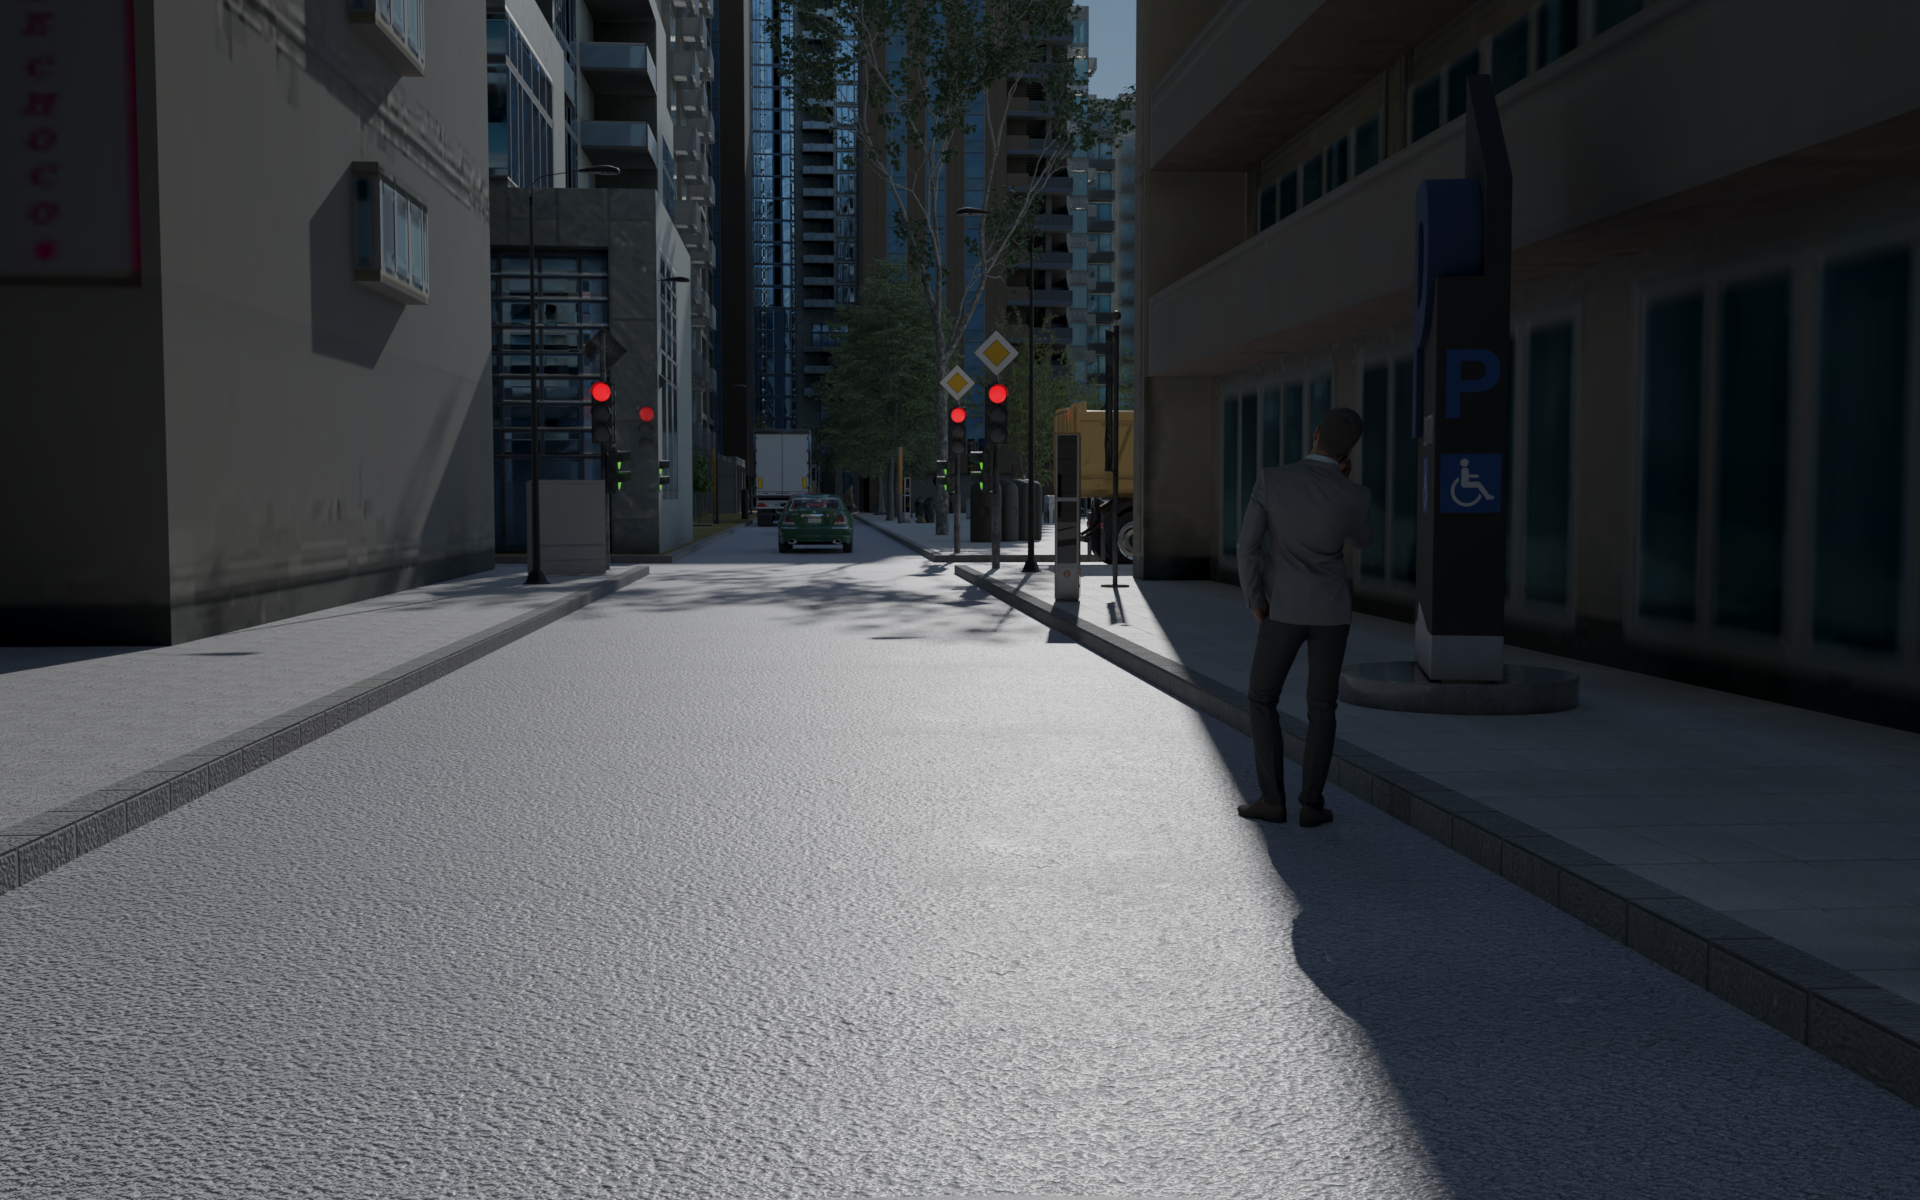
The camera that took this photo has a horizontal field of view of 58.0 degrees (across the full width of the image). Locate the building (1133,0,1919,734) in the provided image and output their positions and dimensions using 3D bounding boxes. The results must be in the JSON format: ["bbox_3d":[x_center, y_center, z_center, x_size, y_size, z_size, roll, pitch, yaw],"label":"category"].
[{"bbox_3d":[14.148,-23.962,15.481,21.300,48.544,21.600,0,4,-5],"label":"building"}]

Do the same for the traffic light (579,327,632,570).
[{"bbox_3d":[-5.985,-2.464,29.207,0.839,4.253,0.868,0,4,-5],"label":"traffic light"}]

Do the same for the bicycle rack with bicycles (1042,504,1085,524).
[{"bbox_3d":[4.530,-4.093,80.301,2.852,0.926,2.925,-1,4,-21],"label":"bicycle rack with bicycles"}]

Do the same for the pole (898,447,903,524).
[{"bbox_3d":[-2.595,-4.961,74.949,0.158,3.312,0.155,0,3,0],"label":"pole"}]

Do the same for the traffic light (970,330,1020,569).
[{"bbox_3d":[0.601,-2.499,29.785,0.839,4.253,0.868,0,4,-5],"label":"traffic light"}]

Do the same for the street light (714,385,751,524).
[{"bbox_3d":[-9.799,-6.185,73.662,1.470,5.913,1.316,0,4,-5],"label":"street light"}]

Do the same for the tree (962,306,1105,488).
[{"bbox_3d":[2.360,-7.125,66.851,4.737,8.622,4.395,0,3,0],"label":"tree"}]

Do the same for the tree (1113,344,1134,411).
[{"bbox_3d":[8.678,-7.981,80.849,4.737,8.622,4.395,0,3,0],"label":"tree"}]

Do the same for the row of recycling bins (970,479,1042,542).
[{"bbox_3d":[1.330,-2.464,47.391,1.069,1.692,3.534,2,4,26],"label":"row of recycling bins"}]

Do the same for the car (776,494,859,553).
[{"bbox_3d":[-3.604,-1.947,43.637,2.131,1.459,4.920,0,4,-3],"label":"car"}]

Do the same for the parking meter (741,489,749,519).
[{"bbox_3d":[-10.999,-4.908,88.652,0.372,1.533,0.369,0,3,0],"label":"parking meter"}]

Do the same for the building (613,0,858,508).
[{"bbox_3d":[-23.579,-54.540,204.395,31.000,86.520,22.319,0,4,-5],"label":"building"}]

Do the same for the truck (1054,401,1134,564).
[{"bbox_3d":[6.823,-2.311,33.703,9.791,3.379,3.469,0,4,-4],"label":"truck"}]

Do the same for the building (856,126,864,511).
[{"bbox_3d":[-1.198,-22.330,136.797,14.160,30.474,14.107,0,4,-5],"label":"building"}]

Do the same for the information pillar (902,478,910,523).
[{"bbox_3d":[-2.416,-4.459,77.397,0.304,2.012,0.304,-2,4,-30],"label":"information pillar"}]

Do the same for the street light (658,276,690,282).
[{"bbox_3d":[-6.462,-3.947,37.072,1.470,5.913,1.316,0,4,-5],"label":"street light"}]

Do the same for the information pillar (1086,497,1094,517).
[{"bbox_3d":[6.912,-5.355,92.053,0.304,2.012,0.304,2,4,27],"label":"information pillar"}]

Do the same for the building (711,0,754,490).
[{"bbox_3d":[-23.840,-29.868,138.455,14.600,45.320,14.200,0,4,-5],"label":"building"}]

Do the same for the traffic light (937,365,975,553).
[{"bbox_3d":[-0.081,-2.986,37.741,0.839,4.253,0.868,0,4,-5],"label":"traffic light"}]

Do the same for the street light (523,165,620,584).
[{"bbox_3d":[-5.507,-3.184,24.597,1.470,5.913,1.316,0,4,-5],"label":"street light"}]

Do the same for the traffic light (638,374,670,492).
[{"bbox_3d":[-6.667,-2.951,37.163,0.839,4.253,0.868,0,4,-5],"label":"traffic light"}]

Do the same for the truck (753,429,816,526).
[{"bbox_3d":[-8.113,-5.584,80.214,2.839,4.237,11.283,0,4,-5],"label":"truck"}]

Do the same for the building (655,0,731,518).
[{"bbox_3d":[-24.202,-28.668,88.322,23.786,49.044,30.456,0,4,-5],"label":"building"}]

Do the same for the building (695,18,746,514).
[{"bbox_3d":[-25.587,-41.702,120.080,20.563,71.187,20.611,0,4,-5],"label":"building"}]

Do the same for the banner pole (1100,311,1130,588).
[{"bbox_3d":[2.065,-2.051,23.552,0.401,3.779,0.863,1,4,19],"label":"banner pole"}]

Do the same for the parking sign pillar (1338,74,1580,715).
[{"bbox_3d":[3.075,-1.355,10.626,1.447,3.967,1.447,1,4,11],"label":"parking sign pillar"}]

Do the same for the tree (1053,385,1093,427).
[{"bbox_3d":[7.630,-9.862,111.606,4.360,8.622,3.978,0,3,0],"label":"tree"}]

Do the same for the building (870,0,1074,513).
[{"bbox_3d":[-0.092,-28.878,122.260,14.600,45.320,14.200,0,4,-5],"label":"building"}]

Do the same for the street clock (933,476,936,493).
[{"bbox_3d":[-0.745,-3.622,63.794,0.471,2.002,0.358,1,4,10],"label":"street clock"}]

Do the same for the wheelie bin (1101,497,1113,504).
[{"bbox_3d":[5.567,-3.372,63.045,0.980,1.594,0.693,3,5,43],"label":"wheelie bin"}]

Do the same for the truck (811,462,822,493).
[{"bbox_3d":[-13.973,-10.253,156.555,2.839,4.237,11.283,0,4,-4],"label":"truck"}]

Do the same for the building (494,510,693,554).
[{"bbox_3d":[-18.862,-45.025,48.837,22.319,86.520,31.000,0,4,-5],"label":"building"}]

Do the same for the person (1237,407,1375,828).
[{"bbox_3d":[1.493,0.069,7.548,0.592,1.802,0.473,1,4,20],"label":"person"}]

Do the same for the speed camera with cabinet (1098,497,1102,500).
[{"bbox_3d":[6.406,-4.709,71.330,0.660,3.252,2.038,3,4,36],"label":"speed camera with cabinet"}]

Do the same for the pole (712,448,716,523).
[{"bbox_3d":[-10.827,-5.052,76.437,0.158,3.312,0.155,0,3,0],"label":"pole"}]

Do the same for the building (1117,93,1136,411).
[{"bbox_3d":[21.516,-36.116,210.108,30.456,49.044,23.786,0,4,-5],"label":"building"}]

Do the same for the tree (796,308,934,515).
[{"bbox_3d":[-4.922,-11.514,105.264,9.611,12.733,9.660,0,3,0],"label":"tree"}]

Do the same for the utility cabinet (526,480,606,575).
[{"bbox_3d":[-6.199,-1.137,27.264,1.173,1.500,0.318,-2,4,-29],"label":"utility cabinet"}]

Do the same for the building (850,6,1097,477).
[{"bbox_3d":[0.977,-33.893,173.763,23.786,49.044,30.456,0,4,-5],"label":"building"}]

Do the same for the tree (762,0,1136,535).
[{"bbox_3d":[0.719,-12.057,53.029,12.611,20.169,13.585,0,3,0],"label":"tree"}]

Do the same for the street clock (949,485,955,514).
[{"bbox_3d":[-0.597,-6.607,112.590,0.471,2.002,0.358,-1,4,-15],"label":"street clock"}]

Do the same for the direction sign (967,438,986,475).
[{"bbox_3d":[0.676,-4.809,70.624,0.876,3.537,0.379,2,4,33],"label":"direction sign"}]

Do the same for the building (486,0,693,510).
[{"bbox_3d":[-35.319,-52.638,173.301,31.000,86.520,22.319,0,4,-5],"label":"building"}]

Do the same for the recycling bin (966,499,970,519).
[{"bbox_3d":[0.784,-4.631,88.265,0.722,1.027,0.722,2,4,28],"label":"recycling bin"}]

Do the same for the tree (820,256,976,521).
[{"bbox_3d":[-2.954,-10.083,82.989,7.486,12.596,7.792,0,3,0],"label":"tree"}]

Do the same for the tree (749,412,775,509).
[{"bbox_3d":[-18.796,-12.809,159.791,4.737,8.622,4.395,0,3,0],"label":"tree"}]

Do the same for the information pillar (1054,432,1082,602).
[{"bbox_3d":[1.290,-0.992,20.713,0.304,2.012,0.304,0,4,7],"label":"information pillar"}]

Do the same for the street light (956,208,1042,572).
[{"bbox_3d":[0.630,-3.410,28.294,1.470,5.913,1.316,0,4,-5],"label":"street light"}]

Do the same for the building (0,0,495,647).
[{"bbox_3d":[-17.476,-24.027,16.550,21.600,48.544,21.300,0,4,-5],"label":"building"}]

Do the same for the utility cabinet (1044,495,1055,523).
[{"bbox_3d":[4.150,-4.011,76.745,0.306,1.237,1.020,3,5,41],"label":"utility cabinet"}]

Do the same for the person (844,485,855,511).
[{"bbox_3d":[-4.962,-4.240,77.742,0.656,1.842,0.836,1,4,20],"label":"person"}]

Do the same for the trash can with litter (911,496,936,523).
[{"bbox_3d":[-1.466,-3.951,75.985,0.624,1.170,1.055,3,5,40],"label":"trash can with litter"}]

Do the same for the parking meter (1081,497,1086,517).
[{"bbox_3d":[7.029,-5.633,97.815,0.255,1.863,0.399,3,5,44],"label":"parking meter"}]

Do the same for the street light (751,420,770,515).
[{"bbox_3d":[-12.586,-8.322,108.610,1.470,5.913,1.316,0,4,-5],"label":"street light"}]

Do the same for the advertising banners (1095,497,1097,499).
[{"bbox_3d":[8.173,-6.530,102.951,0.090,3.025,2.074,3,4,36],"label":"advertising banners"}]

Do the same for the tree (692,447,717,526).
[{"bbox_3d":[-10.373,-4.579,69.464,1.663,3.219,1.824,0,3,0],"label":"tree"}]

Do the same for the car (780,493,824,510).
[{"bbox_3d":[-5.480,-3.296,62.922,2.155,1.783,4.494,0,4,-3],"label":"car"}]
